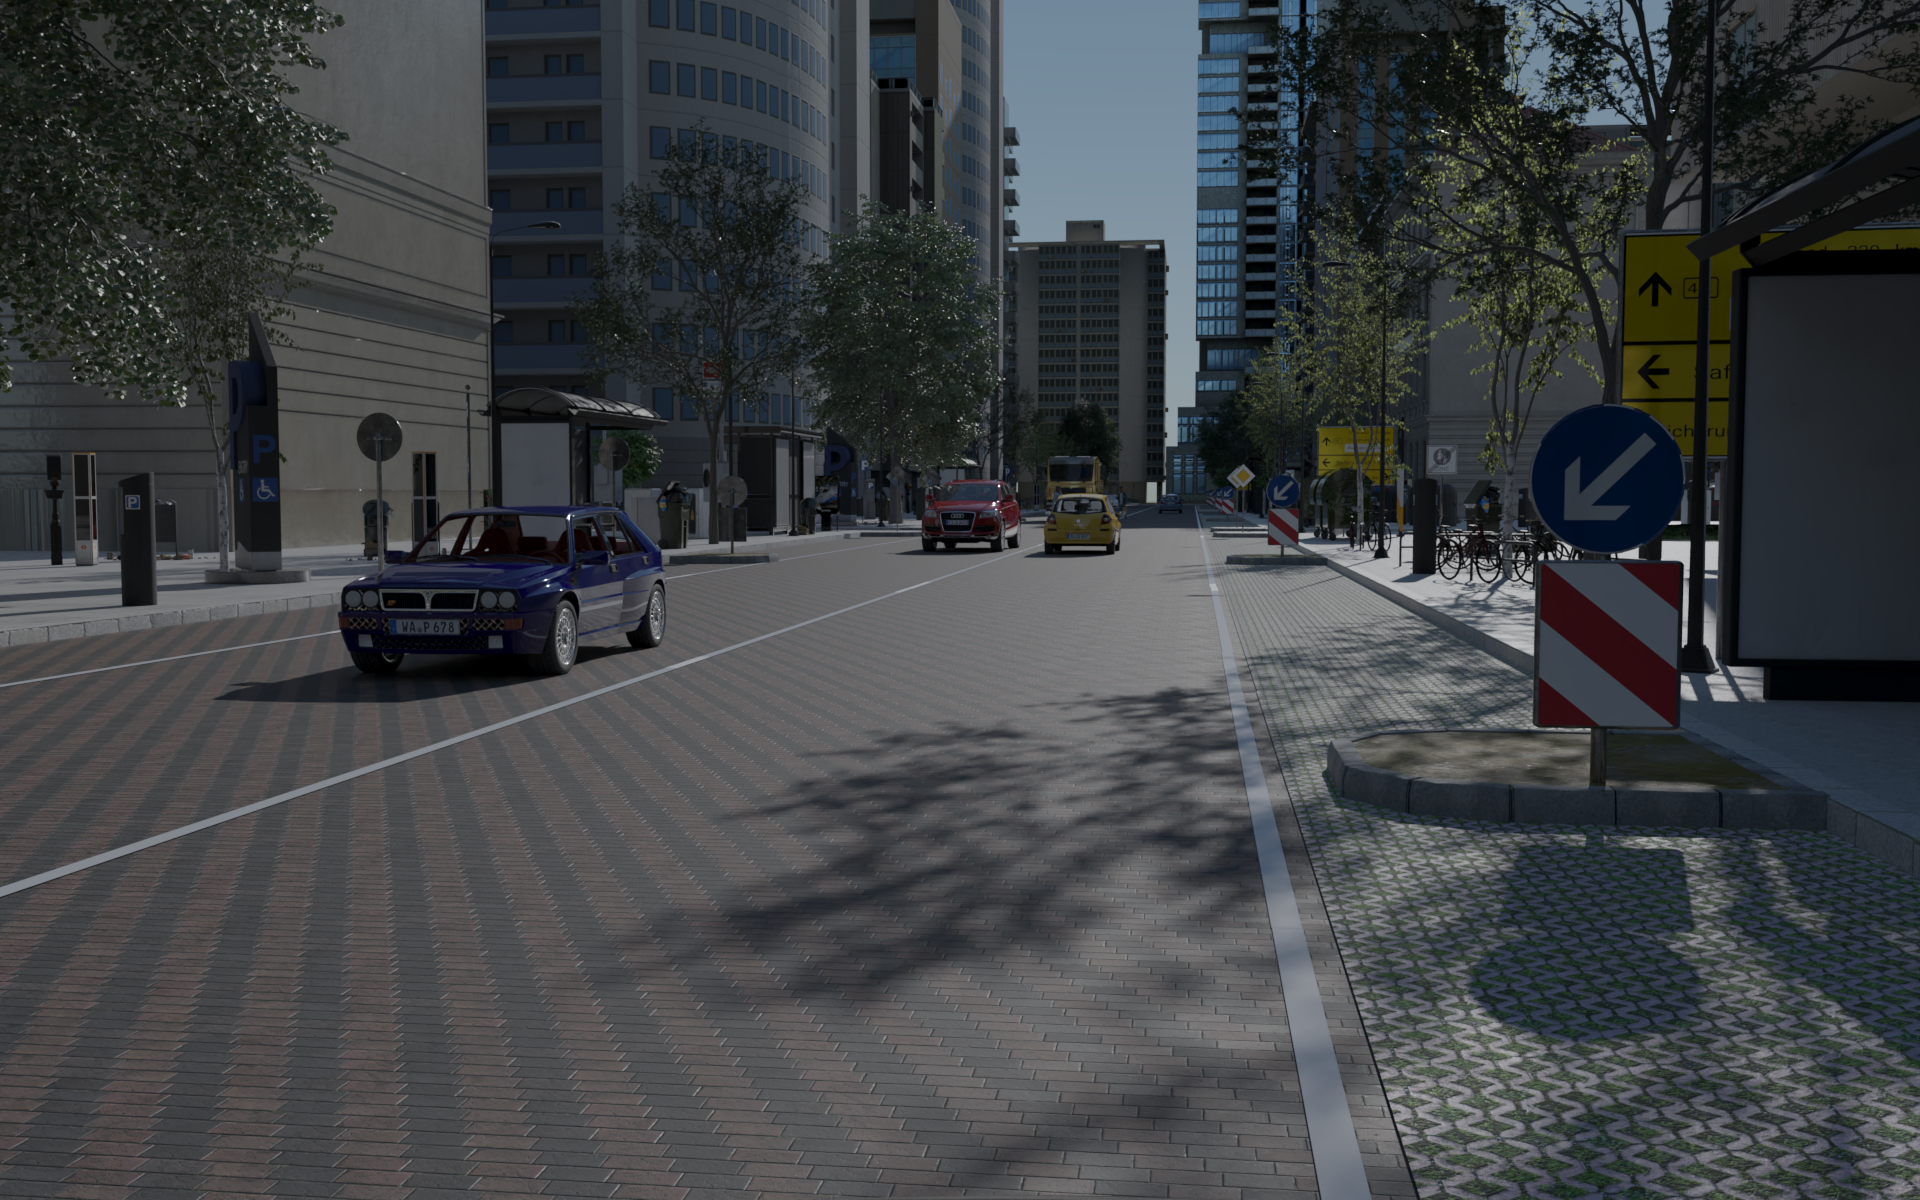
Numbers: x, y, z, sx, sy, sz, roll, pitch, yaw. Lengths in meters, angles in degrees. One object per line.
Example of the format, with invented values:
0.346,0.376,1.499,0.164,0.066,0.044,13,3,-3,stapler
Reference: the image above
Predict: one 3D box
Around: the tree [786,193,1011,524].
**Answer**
-2.675,-10.278,74.703,9.857,13.997,8.962,0,3,0,tree

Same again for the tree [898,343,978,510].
-1.379,-8.100,82.801,4.737,8.622,4.395,0,3,0,tree

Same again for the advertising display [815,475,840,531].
-4.613,-3.336,59.764,0.974,1.923,0.123,1,4,22,advertising display

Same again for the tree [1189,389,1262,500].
32.820,-18.623,211.146,9.857,13.997,8.962,0,3,0,tree

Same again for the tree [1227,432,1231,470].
18.076,-9.242,101.462,4.360,8.622,3.978,0,3,0,tree

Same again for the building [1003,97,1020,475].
-8.727,-35.519,200.347,30.456,49.044,23.786,0,4,8,building

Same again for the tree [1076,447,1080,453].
8.942,-12.921,161.620,4.737,8.622,4.395,0,3,0,tree

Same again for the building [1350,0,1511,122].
40.081,-30.817,153.973,14.600,45.320,14.200,0,4,8,building

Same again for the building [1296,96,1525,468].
48.610,-32.750,190.079,22.147,44.769,28.867,0,4,8,building

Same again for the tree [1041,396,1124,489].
14.464,-17.428,201.955,9.611,12.733,9.660,0,3,0,tree

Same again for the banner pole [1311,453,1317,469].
21.815,-7.120,106.426,0.863,3.779,0.401,3,5,40,banner pole

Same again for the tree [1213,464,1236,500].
29.099,-12.523,188.465,4.285,4.588,4.351,0,3,0,tree

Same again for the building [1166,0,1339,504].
44.494,-56.679,239.378,31.000,86.520,22.319,0,4,8,building

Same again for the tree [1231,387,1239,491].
15.169,-7.989,80.990,4.360,8.622,3.978,0,3,0,tree

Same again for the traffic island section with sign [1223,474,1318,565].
6.494,-1.650,35.612,1.989,1.847,2.006,0,4,8,traffic island section with sign

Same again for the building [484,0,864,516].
-17.701,-33.607,91.478,21.231,58.520,28.212,0,4,8,building

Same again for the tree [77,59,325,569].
-12.674,-4.824,29.229,4.360,8.622,3.978,0,3,0,tree

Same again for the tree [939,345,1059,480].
1.432,-10.463,105.490,8.767,10.594,7.601,0,4,2,tree

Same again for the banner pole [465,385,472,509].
-11.192,-3.023,39.444,0.401,3.779,0.863,-1,4,-12,banner pole

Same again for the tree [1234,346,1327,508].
15.458,-8.275,85.654,4.737,8.622,4.395,0,3,0,tree

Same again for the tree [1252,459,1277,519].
16.299,-5.875,90.659,1.663,3.219,1.824,0,3,0,tree

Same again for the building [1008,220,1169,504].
17.808,-34.054,248.655,23.993,40.220,32.217,0,4,8,building

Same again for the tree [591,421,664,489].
-14.518,-5.584,75.012,4.285,4.588,4.351,0,3,0,tree

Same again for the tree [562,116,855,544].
-6.479,-6.691,43.806,8.767,10.594,7.601,2,4,23,tree

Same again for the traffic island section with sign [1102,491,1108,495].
16.438,-11.425,195.422,1.989,1.847,2.006,0,4,8,traffic island section with sign

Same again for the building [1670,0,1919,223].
28.444,-26.684,25.530,28.713,52.752,27.495,0,4,8,building

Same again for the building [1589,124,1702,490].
74.739,-31.234,194.265,14.086,41.232,14.154,0,4,8,building

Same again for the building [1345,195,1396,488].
35.728,-18.586,122.942,14.314,24.678,30.058,0,4,8,building

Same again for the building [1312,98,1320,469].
42.015,-31.707,168.520,14.600,45.320,14.200,0,4,8,building

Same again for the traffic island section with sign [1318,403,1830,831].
2.835,0.015,8.390,1.989,1.847,2.006,0,4,8,traffic island section with sign

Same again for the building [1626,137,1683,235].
89.098,-37.645,235.098,30.456,49.044,23.786,0,4,8,building

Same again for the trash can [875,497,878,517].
-4.527,-5.203,96.725,0.748,1.137,0.748,0,3,0,trash can

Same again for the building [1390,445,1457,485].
66.223,-28.241,233.444,14.107,30.474,14.160,0,4,8,building

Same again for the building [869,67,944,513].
-9.019,-21.394,121.494,14.160,30.474,14.107,0,4,8,building

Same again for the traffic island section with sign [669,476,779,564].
-4.901,-1.709,36.565,1.989,1.847,2.006,0,4,8,traffic island section with sign

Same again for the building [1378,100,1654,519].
30.456,-16.010,97.925,11.583,22.565,21.152,0,4,8,building

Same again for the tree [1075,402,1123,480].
16.506,-18.066,213.507,7.486,12.596,7.792,0,3,0,tree

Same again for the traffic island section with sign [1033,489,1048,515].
6.085,-6.713,118.379,1.989,1.847,2.006,0,4,8,traffic island section with sign

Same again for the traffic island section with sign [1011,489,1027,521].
2.501,-5.079,91.662,1.989,1.847,2.006,0,4,8,traffic island section with sign

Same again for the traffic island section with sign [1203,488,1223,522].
13.860,-5.005,90.466,1.989,1.847,2.006,0,4,8,traffic island section with sign

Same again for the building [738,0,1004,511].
-7.657,-38.538,172.090,21.231,58.520,28.212,0,4,8,building

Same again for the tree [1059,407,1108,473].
12.447,-15.370,185.711,7.601,10.594,8.767,2,4,30,tree

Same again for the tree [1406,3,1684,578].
8.611,-4.646,26.324,4.360,8.622,3.978,0,3,0,tree

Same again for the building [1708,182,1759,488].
91.615,-45.846,187.837,20.611,71.187,20.563,0,4,8,building

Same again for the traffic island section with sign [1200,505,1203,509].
17.449,-6.639,117.182,1.989,1.847,2.006,0,4,8,traffic island section with sign

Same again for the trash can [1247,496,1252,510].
22.840,-7.595,135.826,0.748,1.137,0.748,0,3,0,trash can

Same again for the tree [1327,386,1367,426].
24.370,-9.948,113.013,4.737,8.622,4.395,0,3,0,tree

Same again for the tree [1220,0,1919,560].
7.077,-5.161,18.793,8.767,10.594,7.601,0,4,-6,tree

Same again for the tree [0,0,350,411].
-10.492,-6.778,17.470,9.857,13.997,8.962,0,3,0,tree

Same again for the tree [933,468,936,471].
-1.595,-7.291,113.816,1.663,3.219,1.824,0,3,0,tree

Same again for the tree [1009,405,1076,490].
5.995,-11.683,141.386,4.737,8.622,4.395,0,3,0,tree

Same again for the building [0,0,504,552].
-29.222,-13.050,46.659,30.059,22.955,16.112,0,4,8,building

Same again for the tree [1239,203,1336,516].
9.959,-5.686,43.322,4.360,8.622,3.978,0,3,0,tree

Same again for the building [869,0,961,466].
-7.655,-30.605,150.495,14.600,45.320,14.200,0,4,8,building
